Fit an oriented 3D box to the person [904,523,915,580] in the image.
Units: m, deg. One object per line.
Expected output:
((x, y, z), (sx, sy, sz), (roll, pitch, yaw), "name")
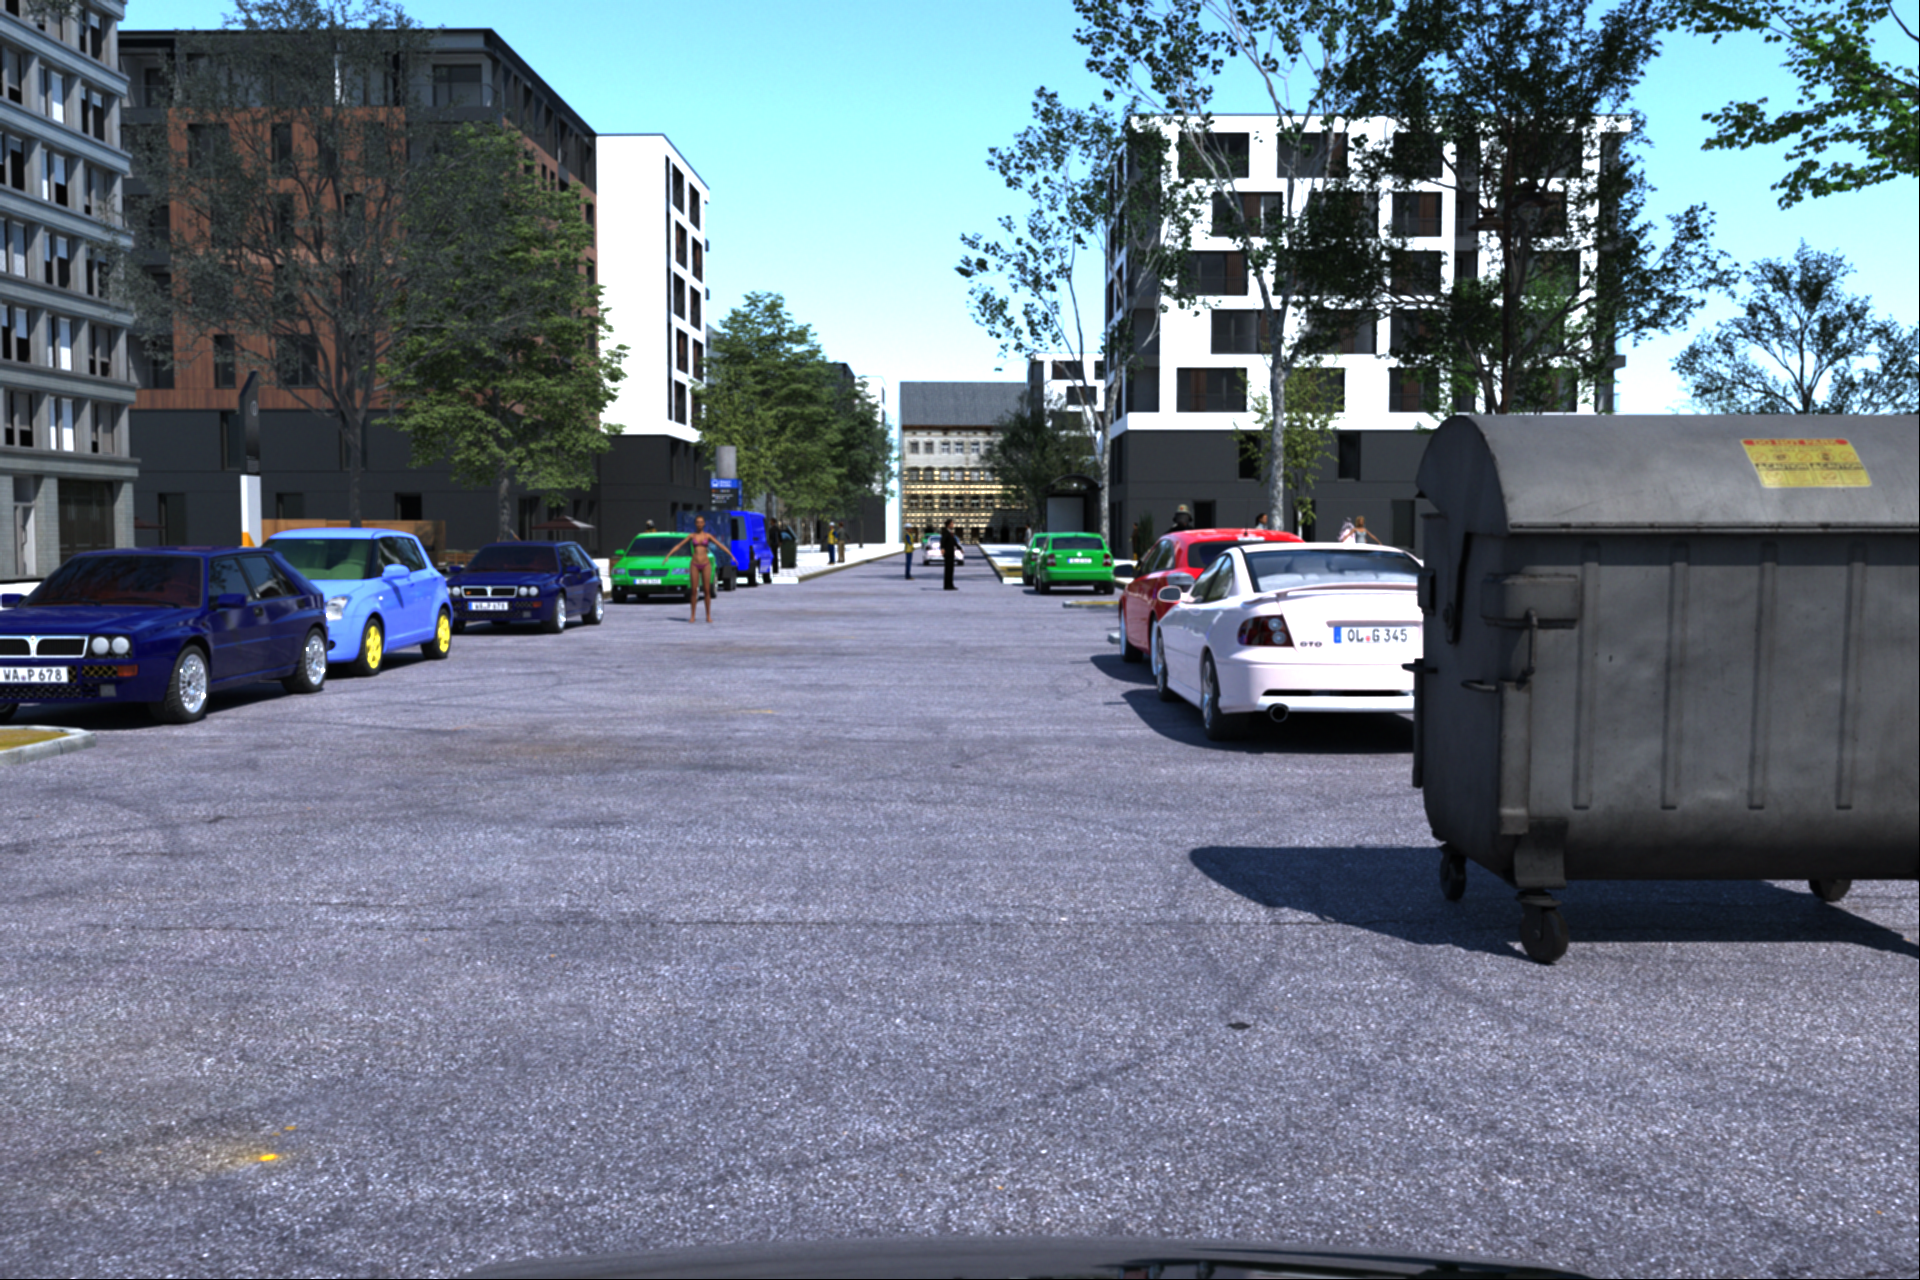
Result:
((-1.535, -2.782, 54.400), (0.721, 1.772, 1.216), (0, 4, -6), "person")

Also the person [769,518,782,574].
((-6.080, -3.062, 56.294), (0.704, 1.802, 1.346), (1, 4, 22), "person")

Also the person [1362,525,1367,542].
((17.123, -4.141, 73.832), (0.704, 1.817, 1.347), (0, 4, 4), "person")

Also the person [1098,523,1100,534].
((6.356, -4.374, 77.444), (0.705, 1.837, 1.347), (1, 4, 19), "person")

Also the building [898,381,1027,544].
((0.400, -25.340, 247.690), (18.063, 23.208, 19.493), (0, 4, -4), "building")

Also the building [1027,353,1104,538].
((22.022, -22.460, 211.191), (27.936, 21.610, 32.646), (0, 4, 1), "building")

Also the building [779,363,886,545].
((-24.076, -23.158, 222.613), (27.936, 21.610, 32.646), (0, 4, 0), "building")

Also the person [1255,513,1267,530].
((6.670, -1.894, 37.794), (0.721, 1.735, 1.217), (3, 4, 39), "person")

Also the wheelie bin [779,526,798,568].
((-6.428, -3.474, 64.710), (0.693, 1.594, 0.980), (0, 4, 2), "wheelie bin")

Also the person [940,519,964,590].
((-0.250, -2.182, 44.326), (0.705, 1.806, 1.347), (2, 4, 23), "person")

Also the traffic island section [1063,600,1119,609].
((3.037, -0.687, 34.097), (1.991, 0.108, 1.994), (0, 3, 0), "traffic island section")

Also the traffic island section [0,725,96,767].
((-6.823, 0.713, 11.206), (1.991, 0.108, 1.994), (0, 4, 1), "traffic island section")

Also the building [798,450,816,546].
((-26.466, -22.370, 196.675), (19.493, 23.208, 18.063), (0, 3, 0), "building")

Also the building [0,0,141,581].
((-28.352, -11.976, 42.486), (8.464, 21.280, 15.925), (0, 4, 1), "building")

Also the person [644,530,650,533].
((-11.515, -3.359, 64.188), (0.599, 1.433, 0.991), (-2, 4, -24), "person")

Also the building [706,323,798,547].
((-26.641, -21.022, 174.631), (19.493, 23.208, 18.063), (0, 4, 1), "building")

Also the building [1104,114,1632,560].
((22.132, -15.714, 100.893), (27.936, 21.610, 32.646), (0, 3, 0), "building")

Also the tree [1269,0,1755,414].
((8.040, -5.637, 26.572), (7.601, 10.594, 8.767), (-2, 4, -28), "tree")

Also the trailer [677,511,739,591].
((-6.438, -2.204, 43.082), (1.471, 1.999, 3.904), (0, 4, 0), "trailer")

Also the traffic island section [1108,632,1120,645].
((2.992, -0.010, 23.022), (1.991, 0.108, 1.994), (0, 3, 0), "traffic island section")

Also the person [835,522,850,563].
((-5.317, -4.331, 77.084), (0.705, 1.796, 1.348), (3, 4, 38), "person")

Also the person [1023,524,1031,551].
((3.403, -4.962, 87.311), (0.705, 1.806, 1.347), (0, 4, -7), "person")

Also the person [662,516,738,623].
((-4.212, -1.152, 28.094), (1.217, 1.733, 0.721), (-1, 4, -9), "person")

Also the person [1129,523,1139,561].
((8.348, -4.682, 82.680), (0.704, 1.812, 1.346), (1, 4, 22), "person")

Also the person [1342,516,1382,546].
((10.578, -2.389, 45.671), (1.214, 1.753, 0.721), (-1, 4, -13), "person")

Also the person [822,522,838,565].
((-5.425, -4.020, 72.193), (0.721, 1.772, 1.216), (-2, 4, -33), "person")

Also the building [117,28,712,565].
((-29.073, -14.856, 86.873), (27.936, 21.610, 32.646), (0, 4, 1), "building")

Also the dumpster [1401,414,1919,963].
((2.644, 0.120, 6.252), (1.865, 1.857, 1.264), (0, 4, 0), "dumpster")

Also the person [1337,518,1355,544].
((10.991, -2.599, 49.210), (0.621, 1.740, 0.551), (3, 4, 36), "person")

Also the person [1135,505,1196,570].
((3.231, -1.039, 25.221), (1.354, 1.856, 0.705), (1, 4, 16), "person")

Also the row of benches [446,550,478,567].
((-18.904, -3.214, 68.014), (4.104, 0.672, 1.422), (1, 4, 22), "row of benches")

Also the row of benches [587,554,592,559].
((-11.809, -2.322, 53.423), (1.422, 0.672, 4.104), (0, 4, -7), "row of benches")

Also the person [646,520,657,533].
((-12.910, -4.056, 72.082), (0.705, 1.858, 1.354), (-3, 5, -44), "person")

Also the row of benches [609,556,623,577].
((-10.153, -2.317, 53.341), (1.422, 0.672, 4.104), (0, 4, -1), "row of benches")

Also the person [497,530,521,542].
((-18.253, -3.923, 69.996), (0.705, 1.847, 1.347), (2, 4, 28), "person")

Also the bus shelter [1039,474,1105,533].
((3.872, -4.085, 60.711), (2.014, 3.302, 5.546), (0, 4, 0), "bus shelter")

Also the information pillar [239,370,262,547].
((-10.061, -2.033, 24.594), (0.183, 3.616, 0.504), (0, 4, 1), "information pillar")
